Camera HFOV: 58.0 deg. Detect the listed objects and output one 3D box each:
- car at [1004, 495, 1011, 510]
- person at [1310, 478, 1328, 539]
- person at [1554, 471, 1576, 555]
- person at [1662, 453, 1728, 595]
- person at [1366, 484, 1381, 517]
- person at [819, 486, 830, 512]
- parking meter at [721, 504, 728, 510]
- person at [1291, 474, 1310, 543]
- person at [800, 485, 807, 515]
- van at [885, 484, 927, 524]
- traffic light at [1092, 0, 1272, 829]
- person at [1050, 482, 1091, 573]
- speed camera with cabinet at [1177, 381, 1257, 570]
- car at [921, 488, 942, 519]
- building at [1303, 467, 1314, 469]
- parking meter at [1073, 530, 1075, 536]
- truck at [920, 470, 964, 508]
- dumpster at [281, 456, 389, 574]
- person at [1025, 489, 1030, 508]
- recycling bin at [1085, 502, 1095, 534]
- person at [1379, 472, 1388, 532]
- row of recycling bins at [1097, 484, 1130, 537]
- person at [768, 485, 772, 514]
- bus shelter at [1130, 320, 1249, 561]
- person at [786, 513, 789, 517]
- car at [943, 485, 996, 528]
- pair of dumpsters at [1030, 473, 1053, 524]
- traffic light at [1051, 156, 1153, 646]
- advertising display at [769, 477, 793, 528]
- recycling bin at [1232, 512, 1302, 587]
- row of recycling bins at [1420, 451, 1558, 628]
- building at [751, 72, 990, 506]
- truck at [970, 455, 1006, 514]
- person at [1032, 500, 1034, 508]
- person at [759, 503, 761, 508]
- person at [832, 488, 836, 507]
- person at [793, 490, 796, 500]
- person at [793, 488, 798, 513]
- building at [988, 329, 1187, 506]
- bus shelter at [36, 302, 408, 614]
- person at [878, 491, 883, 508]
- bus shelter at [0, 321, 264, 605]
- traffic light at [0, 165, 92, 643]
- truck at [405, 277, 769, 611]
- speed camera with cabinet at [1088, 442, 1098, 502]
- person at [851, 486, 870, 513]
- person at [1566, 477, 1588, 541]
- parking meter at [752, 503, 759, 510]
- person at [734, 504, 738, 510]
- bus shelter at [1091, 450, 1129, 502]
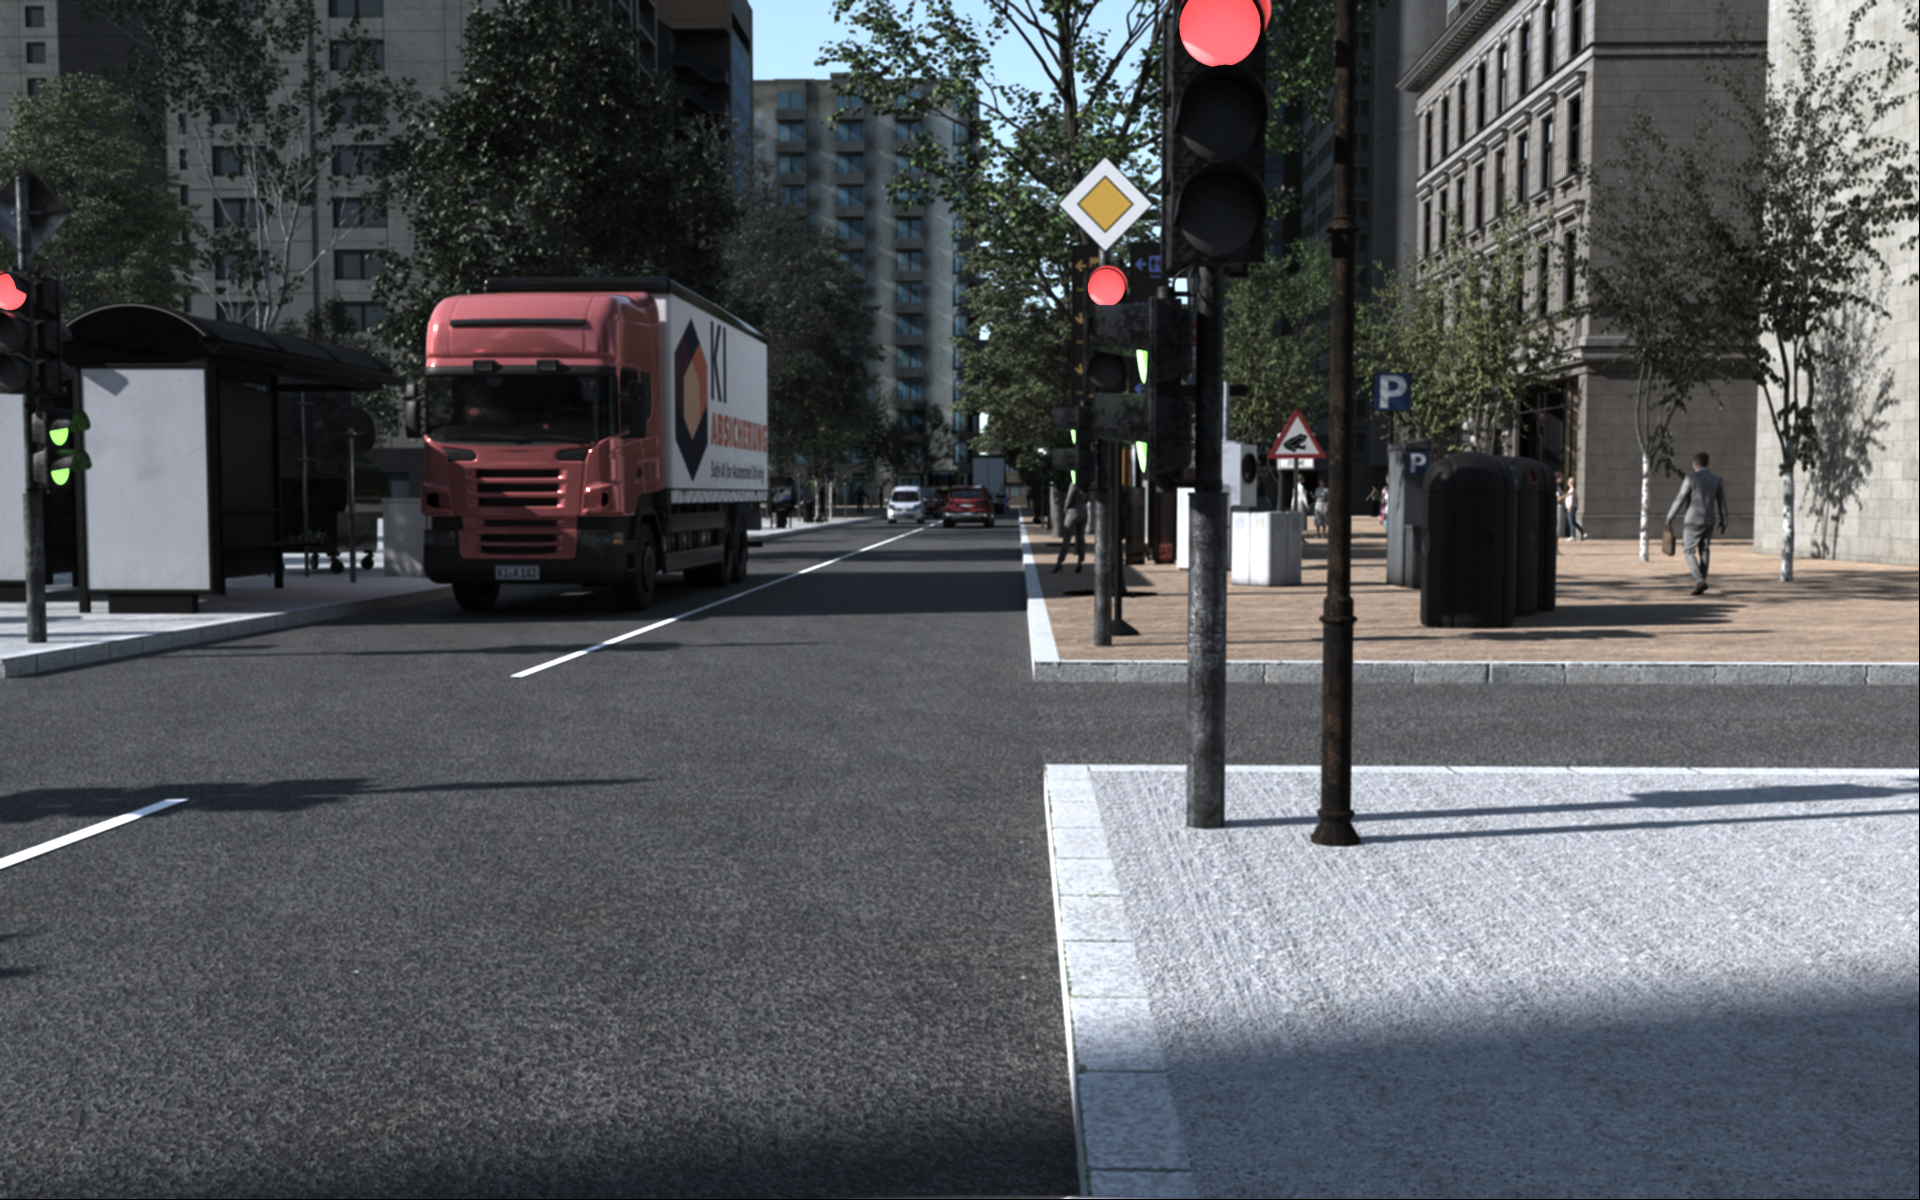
[{"bbox_3d":[3.582,-8.944,155.832,1.945,1.707,3.694,0,4,2],"label":"car"},{"bbox_3d":[10.355,-2.645,49.851,0.480,1.755,0.524,2,4,30],"label":"person"},{"bbox_3d":[12.635,-1.819,36.361,0.524,1.755,0.480,1,4,17],"label":"person"},{"bbox_3d":[9.471,-0.984,22.253,0.709,1.813,0.853,-1,4,-10],"label":"person"},{"bbox_3d":[23.313,-5.587,97.398,1.348,1.823,0.705,-3,5,-41],"label":"person"},{"bbox_3d":[-9.679,-7.106,122.238,0.705,1.822,1.348,-3,5,-44],"label":"person"},{"bbox_3d":[-10.603,-4.233,77.623,0.372,1.533,0.369,0,3,0],"label":"parking meter"},{"bbox_3d":[8.819,-2.382,45.212,0.641,1.798,0.478,0,4,-5],"label":"person"},{"bbox_3d":[-9.737,-6.207,107.390,0.599,1.838,0.709,-1,4,-14],"label":"person"},{"bbox_3d":[-2.585,-4.700,83.854,2.013,2.044,4.112,0,4,2],"label":"van"},{"bbox_3d":[0.932,-1.081,6.593,0.839,4.253,0.868,0,4,2],"label":"traffic light"},{"bbox_3d":[1.810,-1.339,28.216,0.573,1.790,0.520,2,4,29],"label":"person"},{"bbox_3d":[4.450,-2.171,29.826,0.660,3.252,2.038,2,4,34],"label":"speed camera with cabinet"},{"bbox_3d":[-2.179,-5.732,102.386,2.281,1.827,5.304,0,4,2],"label":"car"},{"bbox_3d":[42.760,-46.281,194.948,20.611,71.187,20.563,0,4,2],"label":"building"},{"bbox_3d":[3.515,-2.754,53.439,0.372,1.533,0.369,0,3,0],"label":"parking meter"},{"bbox_3d":[-1.270,-8.829,140.273,3.469,3.379,9.791,0,4,2],"label":"truck"},{"bbox_3d":[-10.497,-1.596,28.582,1.502,2.255,1.985,0,4,2],"label":"dumpster"},{"bbox_3d":[6.128,-9.155,156.446,0.721,1.735,1.217,1,4,19],"label":"person"},{"bbox_3d":[4.154,-2.620,55.391,0.722,1.027,0.722,-3,5,-42],"label":"recycling bin"},{"bbox_3d":[8.319,-1.608,33.176,0.643,1.720,0.563,-3,5,-41],"label":"person"},{"bbox_3d":[5.824,-2.742,51.944,3.534,1.692,1.069,-1,4,-11],"label":"row of recycling bins"},{"bbox_3d":[-12.048,-6.368,109.794,1.348,1.869,0.705,2,4,26],"label":"person"},{"bbox_3d":[4.653,-3.662,37.502,2.179,5.291,8.768,0,4,2],"label":"bus shelter"},{"bbox_3d":[-9.660,-5.446,95.600,0.721,1.766,1.217,-1,4,-20],"label":"person"},{"bbox_3d":[0.396,-4.017,74.344,2.281,1.827,5.304,0,4,3],"label":"car"},{"bbox_3d":[3.857,-4.493,75.950,1.574,2.255,4.437,0,4,2],"label":"pair of dumpsters"},{"bbox_3d":[1.194,-1.569,14.574,0.839,4.253,0.868,0,4,2],"label":"traffic light"},{"bbox_3d":[-6.729,-3.662,65.094,0.974,1.923,0.123,-3,4,-39],"label":"advertising display"},{"bbox_3d":[4.313,-0.721,24.351,0.722,1.027,0.722,-3,5,-40],"label":"recycling bin"},{"bbox_3d":[5.515,-0.669,18.053,1.069,1.692,3.534,2,4,27],"label":"row of recycling bins"},{"bbox_3d":[-11.756,-35.474,199.615,30.456,49.044,23.786,0,4,2],"label":"building"},{"bbox_3d":[2.092,-8.539,128.523,2.839,4.237,11.283,0,4,1],"label":"truck"},{"bbox_3d":[6.742,-9.299,158.219,0.705,1.807,1.348,0,4,-3],"label":"person"},{"bbox_3d":[-18.887,-9.582,162.716,0.705,1.822,1.348,1,4,17],"label":"person"},{"bbox_3d":[-12.177,-9.867,167.006,0.705,1.869,1.348,1,4,11],"label":"person"},{"bbox_3d":[-14.612,-8.895,152.020,0.434,1.755,0.990,0,4,-7],"label":"person"},{"bbox_3d":[-11.421,-6.794,117.804,1.217,1.739,0.721,0,4,-2],"label":"person"},{"bbox_3d":[17.961,-21.781,201.158,28.899,21.520,27.650,0,4,2],"label":"building"},{"bbox_3d":[-8.661,-1.659,21.053,2.014,3.302,5.546,0,4,2],"label":"bus shelter"},{"bbox_3d":[-7.382,-9.499,161.482,0.705,1.807,1.348,-1,4,-18],"label":"person"},{"bbox_3d":[-11.522,-1.780,23.031,2.014,3.302,5.546,0,4,2],"label":"bus shelter"},{"bbox_3d":[-7.963,-1.586,14.857,0.839,4.253,0.868,0,4,2],"label":"traffic light"},{"bbox_3d":[-4.833,-2.189,24.710,2.839,4.237,11.283,0,4,3],"label":"truck"},{"bbox_3d":[4.945,-4.016,60.004,2.038,3.252,0.660,-3,4,-35],"label":"speed camera with cabinet"},{"bbox_3d":[-6.709,-6.740,116.375,1.348,1.807,0.705,1,4,15],"label":"person"},{"bbox_3d":[16.866,-2.486,47.355,0.598,1.740,0.731,1,4,15],"label":"person"},{"bbox_3d":[-10.632,-5.154,89.975,0.399,1.863,0.255,-1,4,-9],"label":"parking meter"},{"bbox_3d":[-16.348,-7.336,125.956,0.705,1.831,1.348,-1,4,-14],"label":"person"},{"bbox_3d":[6.424,-4.858,73.356,2.014,3.302,5.546,0,4,2],"label":"bus shelter"}]
